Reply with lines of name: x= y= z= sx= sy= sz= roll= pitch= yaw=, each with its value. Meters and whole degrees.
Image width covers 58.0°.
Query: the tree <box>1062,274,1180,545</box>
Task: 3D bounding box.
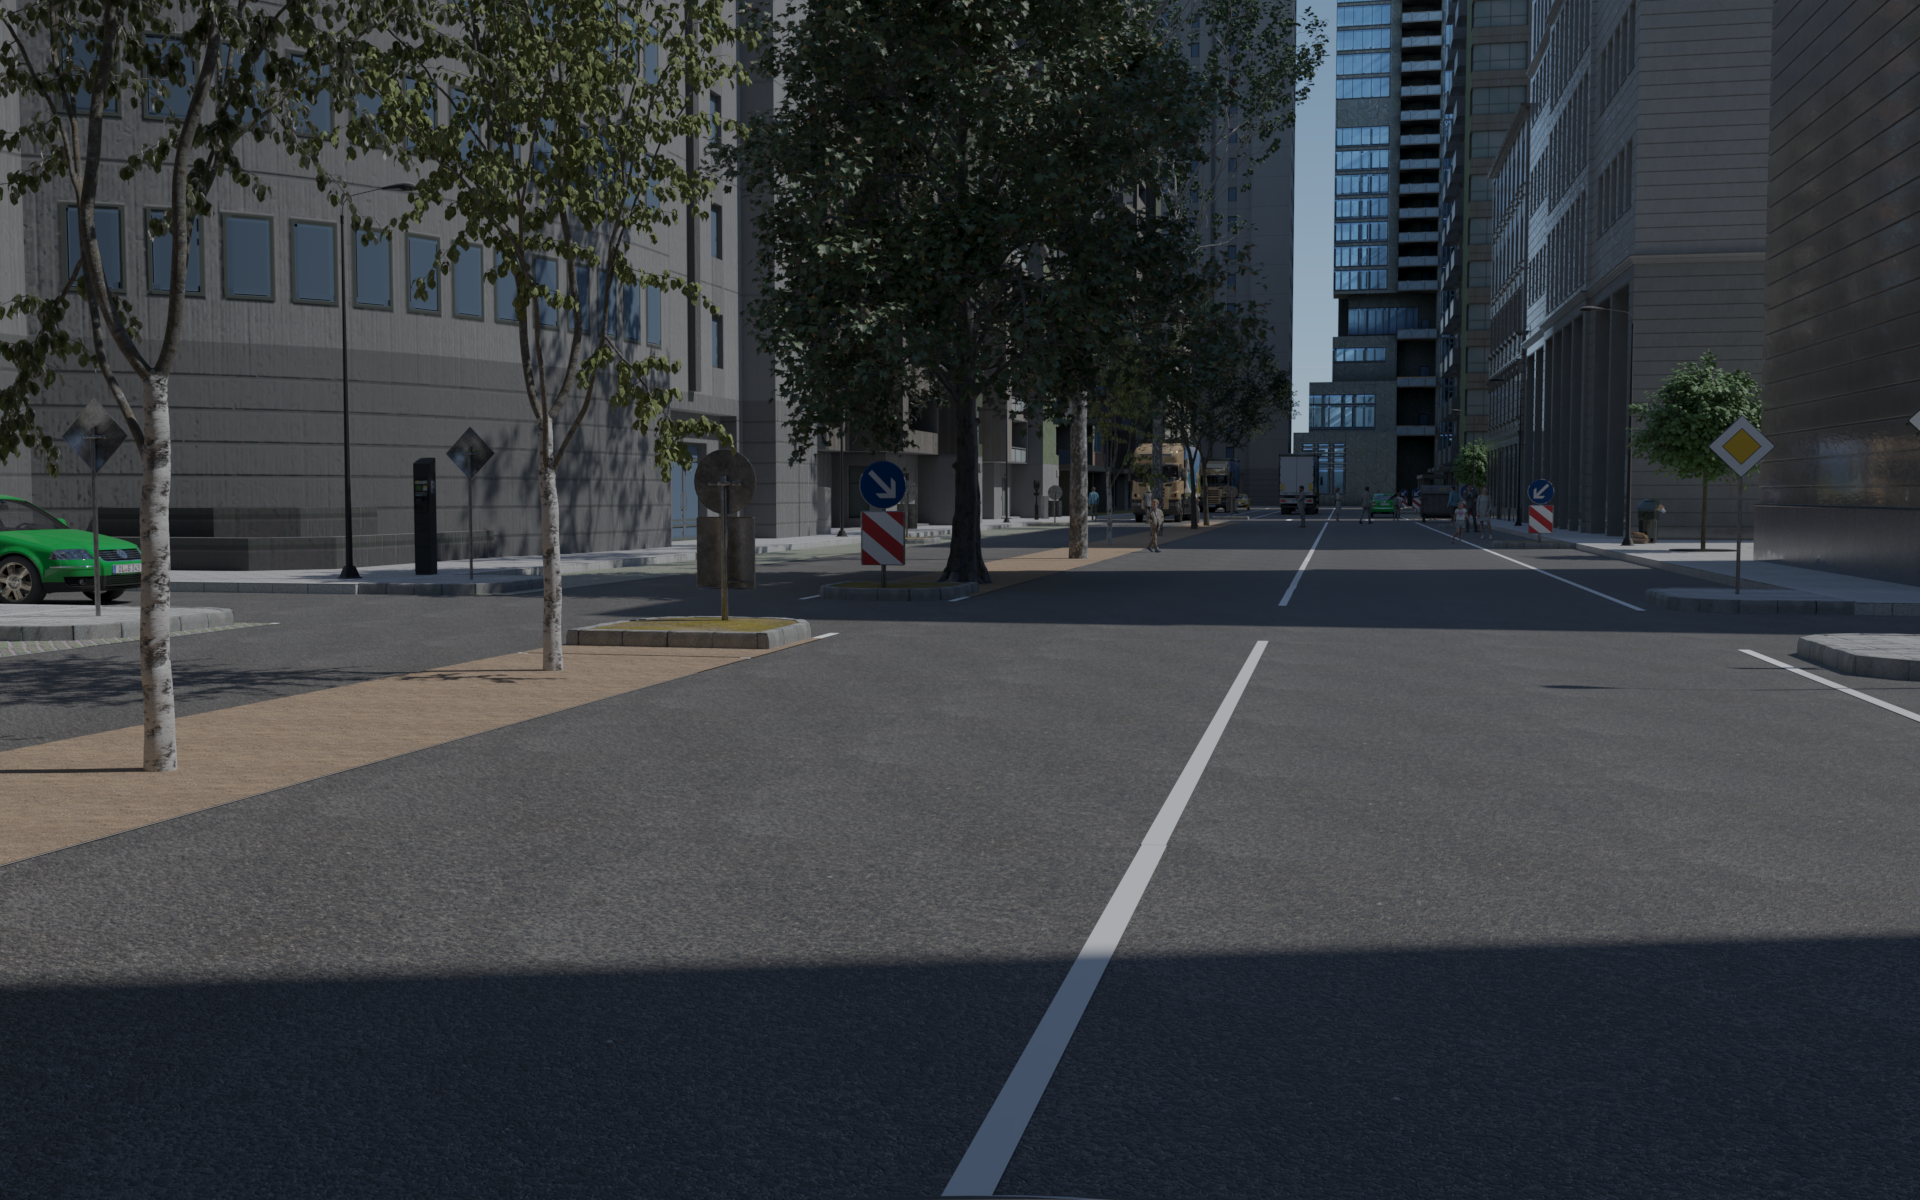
tree: x=4.181 y=-5.826 z=48.082 sx=4.737 sy=8.622 sz=4.395 roll=0 pitch=3 yaw=0

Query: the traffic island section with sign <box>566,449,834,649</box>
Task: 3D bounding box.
traffic island section with sign: x=-2.519 y=-0.542 z=16.994 sx=2.006 sy=1.907 sz=1.989 roll=1 pitch=4 yaw=12

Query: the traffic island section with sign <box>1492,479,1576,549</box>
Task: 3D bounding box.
traffic island section with sign: x=15.290 y=-2.298 z=46.198 sx=1.989 sy=1.847 sz=2.006 roll=1 pitch=4 yaw=12

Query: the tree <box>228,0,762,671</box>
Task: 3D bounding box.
tree: x=-3.302 y=-3.711 z=13.498 sx=4.737 sy=8.622 sz=4.395 roll=0 pitch=3 yaw=0

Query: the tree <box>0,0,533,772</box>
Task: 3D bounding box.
tree: x=-4.096 y=-3.431 z=8.921 sx=4.360 sy=8.622 sz=3.978 roll=0 pitch=3 yaw=0

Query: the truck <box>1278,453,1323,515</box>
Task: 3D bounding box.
truck: x=24.455 y=-8.288 z=124.418 sx=2.839 sy=4.237 sz=11.283 roll=1 pitch=4 yaw=14

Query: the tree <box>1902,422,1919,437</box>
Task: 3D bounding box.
tree: x=12.137 y=-1.564 z=20.176 sx=1.663 sy=3.219 sz=1.824 roll=0 pitch=3 yaw=0

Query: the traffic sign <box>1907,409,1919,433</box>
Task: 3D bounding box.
traffic sign: x=8.226 y=-0.652 z=14.308 sx=0.795 sy=2.450 sz=0.064 roll=1 pitch=4 yaw=12

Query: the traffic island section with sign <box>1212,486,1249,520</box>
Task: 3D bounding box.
traffic island section with sign: x=15.278 y=-5.472 z=97.606 sx=2.006 sy=1.907 sz=1.989 roll=1 pitch=4 yaw=12

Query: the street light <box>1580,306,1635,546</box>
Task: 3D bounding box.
street light: x=16.031 y=-4.303 z=42.902 sx=1.470 sy=5.913 sz=1.316 roll=1 pitch=4 yaw=12

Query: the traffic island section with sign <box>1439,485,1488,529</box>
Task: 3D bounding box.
traffic island section with sign: x=21.105 y=-3.908 z=72.521 sx=1.989 sy=1.847 sz=2.006 roll=1 pitch=4 yaw=12

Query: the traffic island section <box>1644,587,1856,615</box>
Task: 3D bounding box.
traffic island section: x=9.972 y=0.006 z=22.178 sx=2.009 sy=0.180 sz=2.903 roll=1 pitch=4 yaw=12

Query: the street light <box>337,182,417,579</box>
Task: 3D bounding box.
street light: x=-8.761 y=-3.273 z=26.058 sx=1.470 sy=5.913 sz=1.316 roll=1 pitch=4 yaw=12

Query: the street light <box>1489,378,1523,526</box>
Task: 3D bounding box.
street light: x=21.911 y=-5.934 z=69.557 sx=1.470 sy=5.913 sz=1.316 roll=1 pitch=4 yaw=12

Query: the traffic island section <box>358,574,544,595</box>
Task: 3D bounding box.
traffic island section: x=-7.352 y=-0.227 z=25.993 sx=2.009 sy=0.180 sz=2.903 roll=1 pitch=4 yaw=12

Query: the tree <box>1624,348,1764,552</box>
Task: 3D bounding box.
tree: x=16.801 y=-3.374 z=38.884 sx=4.285 sy=4.588 sz=4.351 roll=0 pitch=3 yaw=0

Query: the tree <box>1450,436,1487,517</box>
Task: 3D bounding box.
tree: x=29.639 y=-7.036 z=98.751 sx=4.285 sy=4.588 sz=4.351 roll=0 pitch=3 yaw=0

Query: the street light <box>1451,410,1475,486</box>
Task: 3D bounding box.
street light: x=27.646 y=-7.498 z=95.127 sx=1.470 sy=5.913 sz=1.316 roll=1 pitch=4 yaw=12

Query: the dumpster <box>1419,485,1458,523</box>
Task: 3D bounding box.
dumpster: x=23.788 y=-4.762 z=86.080 sx=1.865 sy=1.857 sz=1.264 roll=1 pitch=4 yaw=12

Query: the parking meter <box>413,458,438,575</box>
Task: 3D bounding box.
parking meter: x=-8.503 y=-1.335 z=27.539 sx=0.255 sy=1.863 sz=0.399 roll=0 pitch=4 yaw=2

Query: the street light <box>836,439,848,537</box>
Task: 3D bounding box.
street light: x=-3.021 y=-4.846 z=51.779 sx=1.470 sy=5.913 sz=1.316 roll=1 pitch=4 yaw=12

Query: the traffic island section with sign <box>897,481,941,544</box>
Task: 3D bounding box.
traffic island section with sign: x=-1.626 y=-2.555 z=50.403 sx=1.989 sy=1.847 sz=2.006 roll=1 pitch=4 yaw=12

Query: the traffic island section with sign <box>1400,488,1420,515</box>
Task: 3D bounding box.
traffic island section with sign: x=31.924 y=-6.906 z=121.546 sx=1.989 sy=1.847 sz=2.006 roll=1 pitch=4 yaw=12

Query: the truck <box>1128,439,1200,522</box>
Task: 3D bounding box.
truck: x=10.850 y=-6.237 z=90.887 sx=2.839 sy=4.237 sz=11.283 roll=1 pitch=4 yaw=13

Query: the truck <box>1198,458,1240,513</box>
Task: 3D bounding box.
truck: x=20.492 y=-9.087 z=137.485 sx=2.839 sy=4.237 sz=11.283 roll=1 pitch=4 yaw=14

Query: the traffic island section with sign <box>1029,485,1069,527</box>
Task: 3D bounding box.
traffic island section with sign: x=4.191 y=-4.165 z=76.725 sx=1.989 sy=1.847 sz=2.006 roll=1 pitch=4 yaw=12

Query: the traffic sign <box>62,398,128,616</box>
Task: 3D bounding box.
traffic sign: x=-9.049 y=-0.886 z=18.128 sx=0.795 sy=2.450 sz=0.064 roll=1 pitch=4 yaw=12

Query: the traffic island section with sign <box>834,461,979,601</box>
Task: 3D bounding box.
traffic island section with sign: x=-0.913 y=-0.984 z=24.226 sx=2.006 sy=1.907 sz=1.989 roll=1 pitch=4 yaw=12

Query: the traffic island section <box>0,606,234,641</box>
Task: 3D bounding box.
traffic island section: x=-9.074 y=0.250 z=18.195 sx=2.009 sy=0.180 sz=2.903 roll=1 pitch=4 yaw=12

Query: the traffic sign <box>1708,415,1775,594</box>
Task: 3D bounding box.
traffic sign: x=9.947 y=-1.129 z=22.106 sx=0.795 sy=2.450 sz=0.064 roll=1 pitch=4 yaw=12

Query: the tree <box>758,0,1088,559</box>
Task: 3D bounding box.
tree: x=1.609 y=-11.034 z=38.747 sx=12.611 sy=20.169 sz=13.585 roll=0 pitch=3 yaw=0

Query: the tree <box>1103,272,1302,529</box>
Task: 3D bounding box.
tree: x=9.633 y=-8.176 z=70.540 sx=8.767 sy=10.594 sz=7.601 roll=1 pitch=4 yaw=12

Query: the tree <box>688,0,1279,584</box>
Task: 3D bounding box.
tree: x=0.123 y=-6.610 z=27.546 sx=9.611 sy=12.733 sz=9.660 roll=0 pitch=3 yaw=0

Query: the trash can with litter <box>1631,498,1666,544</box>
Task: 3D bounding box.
trash can with litter: x=17.763 y=-2.041 z=44.762 sx=0.624 sy=1.170 sz=1.055 roll=3 pitch=5 yaw=39

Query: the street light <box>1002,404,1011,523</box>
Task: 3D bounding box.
street light: x=2.619 y=-6.411 z=77.359 sx=1.470 sy=5.913 sz=1.316 roll=1 pitch=4 yaw=12

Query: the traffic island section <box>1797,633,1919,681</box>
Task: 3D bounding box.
traffic island section: x=8.251 y=0.483 z=14.380 sx=2.009 sy=0.180 sz=2.903 roll=1 pitch=4 yaw=12

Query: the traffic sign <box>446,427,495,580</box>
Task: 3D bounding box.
traffic sign: x=-7.328 y=-1.363 z=25.926 sx=0.795 sy=2.450 sz=0.064 roll=1 pitch=4 yaw=12
